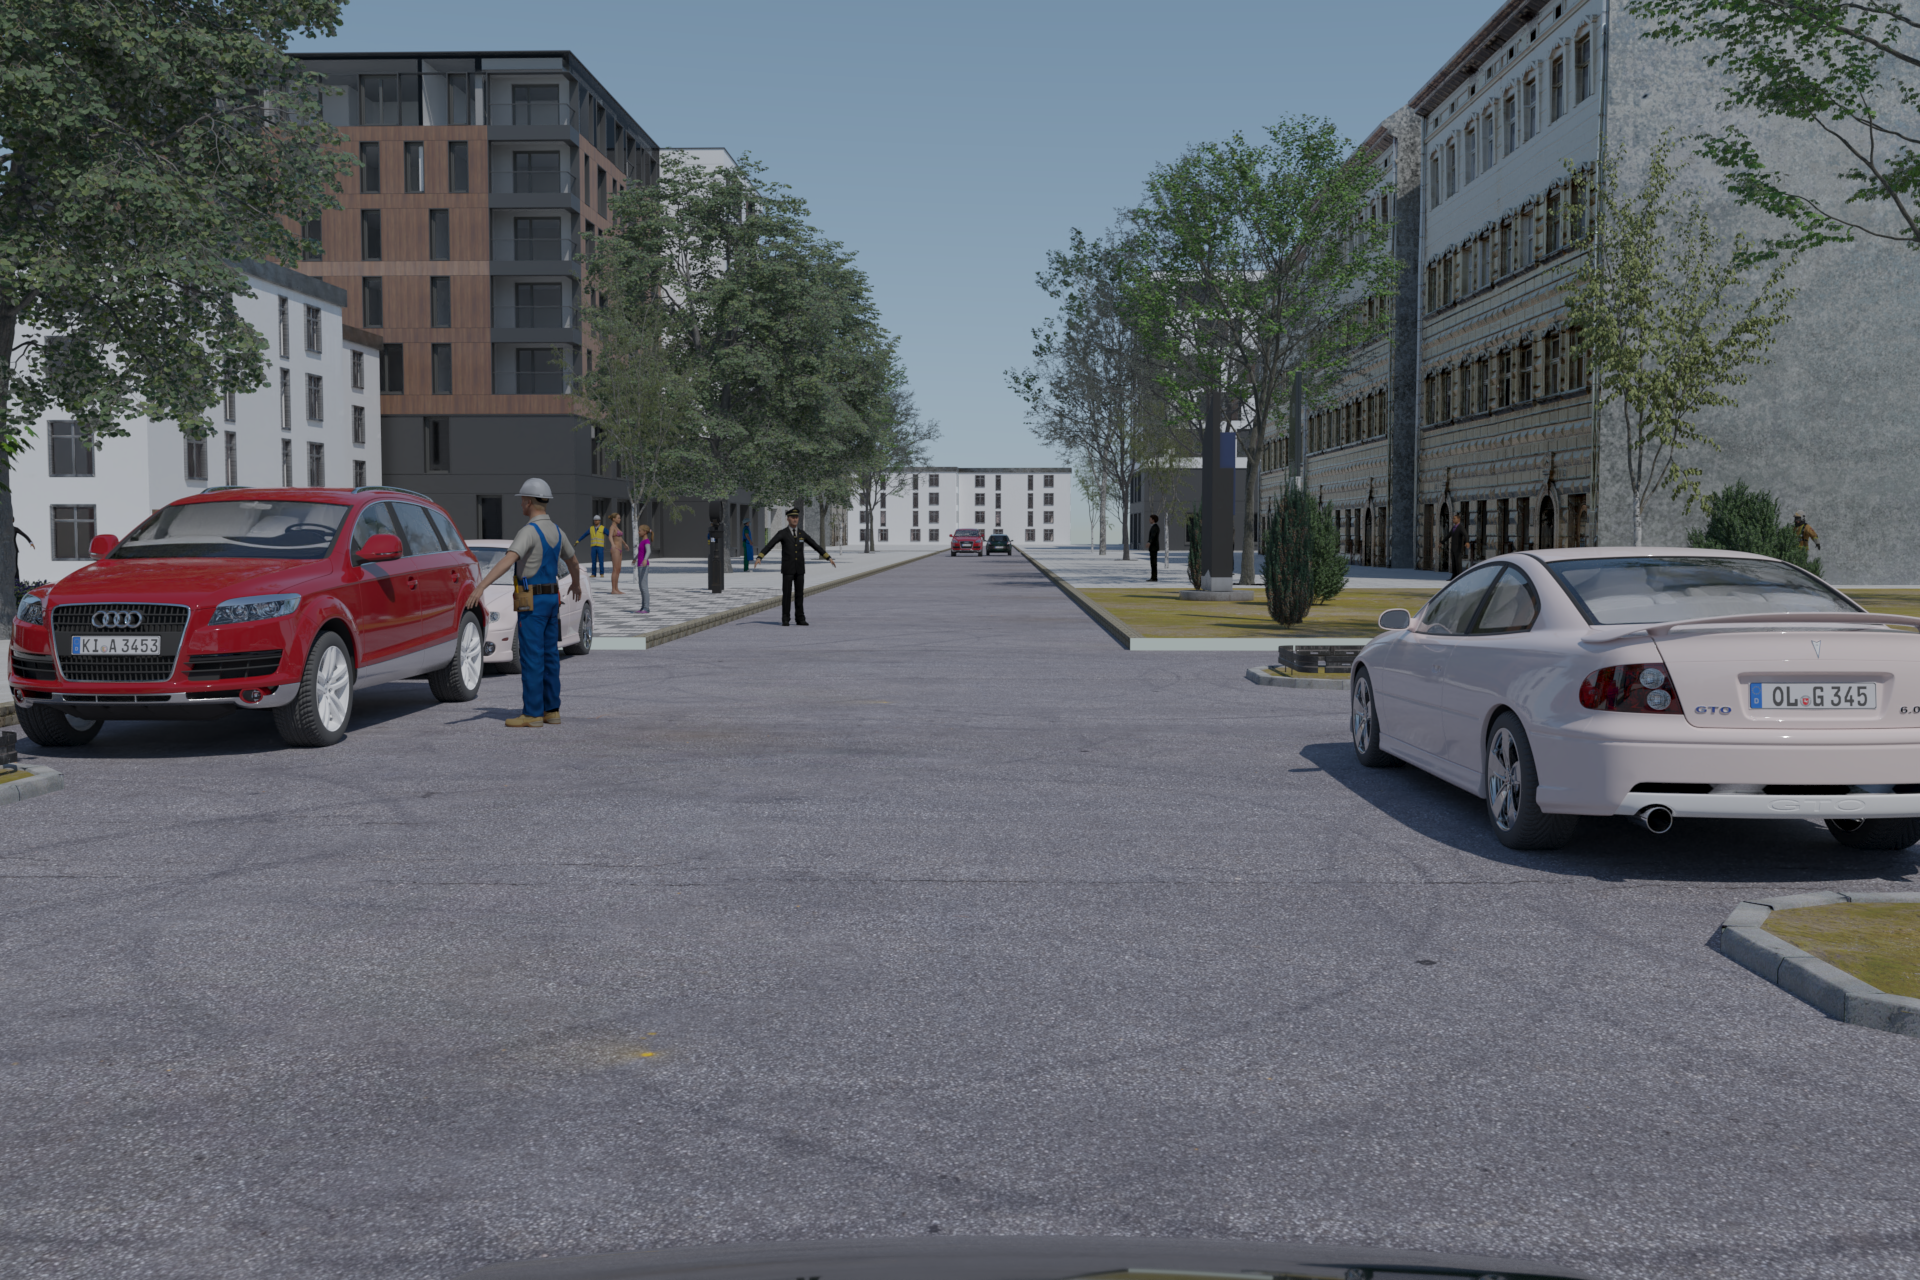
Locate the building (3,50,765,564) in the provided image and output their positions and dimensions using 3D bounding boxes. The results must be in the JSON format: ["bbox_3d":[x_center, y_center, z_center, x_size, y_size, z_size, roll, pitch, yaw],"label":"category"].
[{"bbox_3d":[-26.429,-15.057,90.164,27.936,21.610,32.646,0,4,2],"label":"building"}]

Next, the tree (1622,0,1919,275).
[{"bbox_3d":[9.920,-5.527,16.123,9.928,11.665,9.643,0,3,0],"label":"tree"}]

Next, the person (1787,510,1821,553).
[{"bbox_3d":[20.147,-2.193,41.621,0.705,1.858,1.354,-1,4,-23],"label":"person"}]

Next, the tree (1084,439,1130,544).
[{"bbox_3d":[20.539,-18.868,218.866,12.009,13.543,11.850,0,3,0],"label":"tree"}]

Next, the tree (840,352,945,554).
[{"bbox_3d":[-6.035,-12.480,114.412,12.009,13.543,11.850,0,3,0],"label":"tree"}]

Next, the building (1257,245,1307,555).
[{"bbox_3d":[27.455,-16.274,97.000,19.493,23.208,18.063,0,4,1],"label":"building"}]

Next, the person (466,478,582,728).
[{"bbox_3d":[-3.183,-0.284,12.956,0.705,1.847,1.347,1,4,22],"label":"person"}]

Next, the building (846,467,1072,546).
[{"bbox_3d":[-0.147,-16.607,216.126,28.070,9.664,9.099,0,4,4],"label":"building"}]

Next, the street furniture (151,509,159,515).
[{"bbox_3d":[-14.989,-1.736,35.232,11.010,1.723,9.812,-2,4,-25],"label":"street furniture"}]

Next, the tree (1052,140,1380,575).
[{"bbox_3d":[7.975,-8.785,53.998,12.009,13.543,11.850,0,3,0],"label":"tree"}]

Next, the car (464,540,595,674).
[{"bbox_3d":[-5.361,-0.421,19.239,2.083,1.381,4.827,0,4,1],"label":"car"}]

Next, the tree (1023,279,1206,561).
[{"bbox_3d":[7.969,-10.593,83.564,12.009,13.543,11.850,0,3,0],"label":"tree"}]

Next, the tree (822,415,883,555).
[{"bbox_3d":[-7.335,-9.381,103.742,4.360,8.622,3.978,0,3,0],"label":"tree"}]

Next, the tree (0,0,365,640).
[{"bbox_3d":[-11.943,-6.977,20.725,9.857,13.997,8.962,0,3,0],"label":"tree"}]

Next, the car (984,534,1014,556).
[{"bbox_3d":[2.601,-6.512,116.259,2.009,1.686,4.222,0,4,1],"label":"car"}]

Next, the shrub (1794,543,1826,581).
[{"bbox_3d":[12.550,-0.922,26.200,1.383,1.207,1.383,0,3,0],"label":"shrub"}]

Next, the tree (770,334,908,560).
[{"bbox_3d":[-6.673,-9.779,85.637,9.928,11.665,9.643,0,3,0],"label":"tree"}]

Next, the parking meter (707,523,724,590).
[{"bbox_3d":[-5.589,-1.910,39.645,0.372,1.533,0.369,0,3,0],"label":"parking meter"}]

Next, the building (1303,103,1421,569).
[{"bbox_3d":[25.394,-14.779,72.571,19.493,23.208,18.063,0,4,1],"label":"building"}]

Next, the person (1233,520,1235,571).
[{"bbox_3d":[9.261,-3.261,59.445,0.705,1.813,1.348,1,4,13],"label":"person"}]

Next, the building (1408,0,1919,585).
[{"bbox_3d":[25.272,-13.502,51.680,19.493,23.208,18.063,0,4,1],"label":"building"}]

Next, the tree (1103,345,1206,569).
[{"bbox_3d":[7.840,-6.969,64.303,4.360,8.622,3.978,0,3,0],"label":"tree"}]

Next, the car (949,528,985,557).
[{"bbox_3d":[0.453,-6.262,111.052,2.281,1.827,5.304,0,4,1],"label":"car"}]

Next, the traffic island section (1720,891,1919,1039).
[{"bbox_3d":[3.595,1.060,5.538,1.991,0.108,1.994,0,4,1],"label":"traffic island section"}]

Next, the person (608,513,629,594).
[{"bbox_3d":[-7.270,-1.847,37.003,0.721,1.733,1.217,0,4,3],"label":"person"}]

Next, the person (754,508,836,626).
[{"bbox_3d":[-2.597,-1.141,27.049,1.347,1.837,0.705,-2,4,-25],"label":"person"}]

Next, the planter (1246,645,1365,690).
[{"bbox_3d":[3.840,0.260,16.893,1.991,0.319,1.994,0,4,1],"label":"planter"}]

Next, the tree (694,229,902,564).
[{"bbox_3d":[-6.945,-10.216,73.692,9.857,13.997,8.962,0,3,0],"label":"tree"}]

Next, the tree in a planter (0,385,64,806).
[{"bbox_3d":[-6.037,-0.731,9.174,1.991,3.239,1.994,0,4,1],"label":"tree in a planter"}]

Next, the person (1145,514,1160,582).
[{"bbox_3d":[5.181,-2.470,46.579,0.705,1.806,1.347,1,4,13],"label":"person"}]

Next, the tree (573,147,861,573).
[{"bbox_3d":[-7.879,-9.156,56.358,9.857,13.997,8.962,0,3,0],"label":"tree"}]

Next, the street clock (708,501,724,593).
[{"bbox_3d":[-5.261,-2.009,37.411,0.358,2.002,0.471,0,4,2],"label":"street clock"}]

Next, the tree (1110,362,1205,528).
[{"bbox_3d":[7.672,-7.335,70.295,4.360,8.622,3.978,0,3,0],"label":"tree"}]

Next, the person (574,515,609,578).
[{"bbox_3d":[-10.706,-2.760,51.094,1.349,1.833,0.705,0,4,6],"label":"person"}]

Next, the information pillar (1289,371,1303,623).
[{"bbox_3d":[4.861,-2.068,25.174,0.183,3.616,0.504,0,4,0],"label":"information pillar"}]

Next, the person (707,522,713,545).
[{"bbox_3d":[-7.955,-3.070,56.652,0.721,1.772,1.216,1,4,18],"label":"person"}]

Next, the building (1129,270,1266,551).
[{"bbox_3d":[28.520,-18.733,150.260,27.936,21.610,32.646,0,4,1],"label":"building"}]

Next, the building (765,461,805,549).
[{"bbox_3d":[-23.317,-17.077,145.665,16.747,18.905,31.486,0,4,2],"label":"building"}]

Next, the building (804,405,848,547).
[{"bbox_3d":[-22.119,-21.643,184.784,19.493,23.208,18.063,0,4,2],"label":"building"}]

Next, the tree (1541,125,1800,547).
[{"bbox_3d":[12.614,-4.968,31.594,4.737,8.622,4.395,0,3,0],"label":"tree"}]

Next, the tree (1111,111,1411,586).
[{"bbox_3d":[7.358,-7.171,43.004,9.928,11.665,9.643,0,3,0],"label":"tree"}]

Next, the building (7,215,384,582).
[{"bbox_3d":[-25.593,-7.193,59.761,9.099,9.664,28.070,0,4,1],"label":"building"}]

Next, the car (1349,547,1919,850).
[{"bbox_3d":[3.399,0.191,9.235,2.083,1.381,4.827,0,3,0],"label":"car"}]

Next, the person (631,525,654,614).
[{"bbox_3d":[-5.167,-1.144,27.963,0.599,1.433,0.991,-1,4,-21],"label":"person"}]

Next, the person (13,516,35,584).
[{"bbox_3d":[-22.222,-2.063,40.453,1.216,1.740,0.721,0,4,-5],"label":"person"}]

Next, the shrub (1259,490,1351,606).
[{"bbox_3d":[6.215,-1.660,31.178,1.661,2.075,1.752,0,3,0],"label":"shrub"}]

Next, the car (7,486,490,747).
[{"bbox_3d":[-5.211,-0.287,13.360,2.281,1.827,5.304,0,4,1],"label":"car"}]

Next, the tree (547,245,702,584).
[{"bbox_3d":[-8.327,-5.766,44.638,4.360,8.622,3.978,0,3,0],"label":"tree"}]

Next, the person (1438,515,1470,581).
[{"bbox_3d":[13.445,-2.492,46.974,0.704,1.802,1.346,-1,4,-19],"label":"person"}]

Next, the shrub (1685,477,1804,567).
[{"bbox_3d":[10.856,-1.228,24.116,1.661,2.075,1.752,0,3,0],"label":"shrub"}]

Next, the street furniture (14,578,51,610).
[{"bbox_3d":[-14.882,-0.973,22.761,11.010,1.723,9.812,-2,4,-29],"label":"street furniture"}]

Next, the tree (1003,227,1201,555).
[{"bbox_3d":[8.894,-15.282,105.742,12.611,20.169,13.585,0,3,0],"label":"tree"}]

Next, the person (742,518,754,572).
[{"bbox_3d":[-7.124,-3.184,58.178,0.704,1.817,1.347,-1,4,-12],"label":"person"}]

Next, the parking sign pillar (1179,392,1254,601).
[{"bbox_3d":[4.986,-2.757,33.549,1.447,3.967,1.447,0,4,-1],"label":"parking sign pillar"}]

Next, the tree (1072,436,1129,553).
[{"bbox_3d":[9.091,-10.398,120.366,4.360,8.622,3.978,0,3,0],"label":"tree"}]

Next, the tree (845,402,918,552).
[{"bbox_3d":[-6.548,-12.252,126.076,9.928,11.665,9.643,0,3,0],"label":"tree"}]
